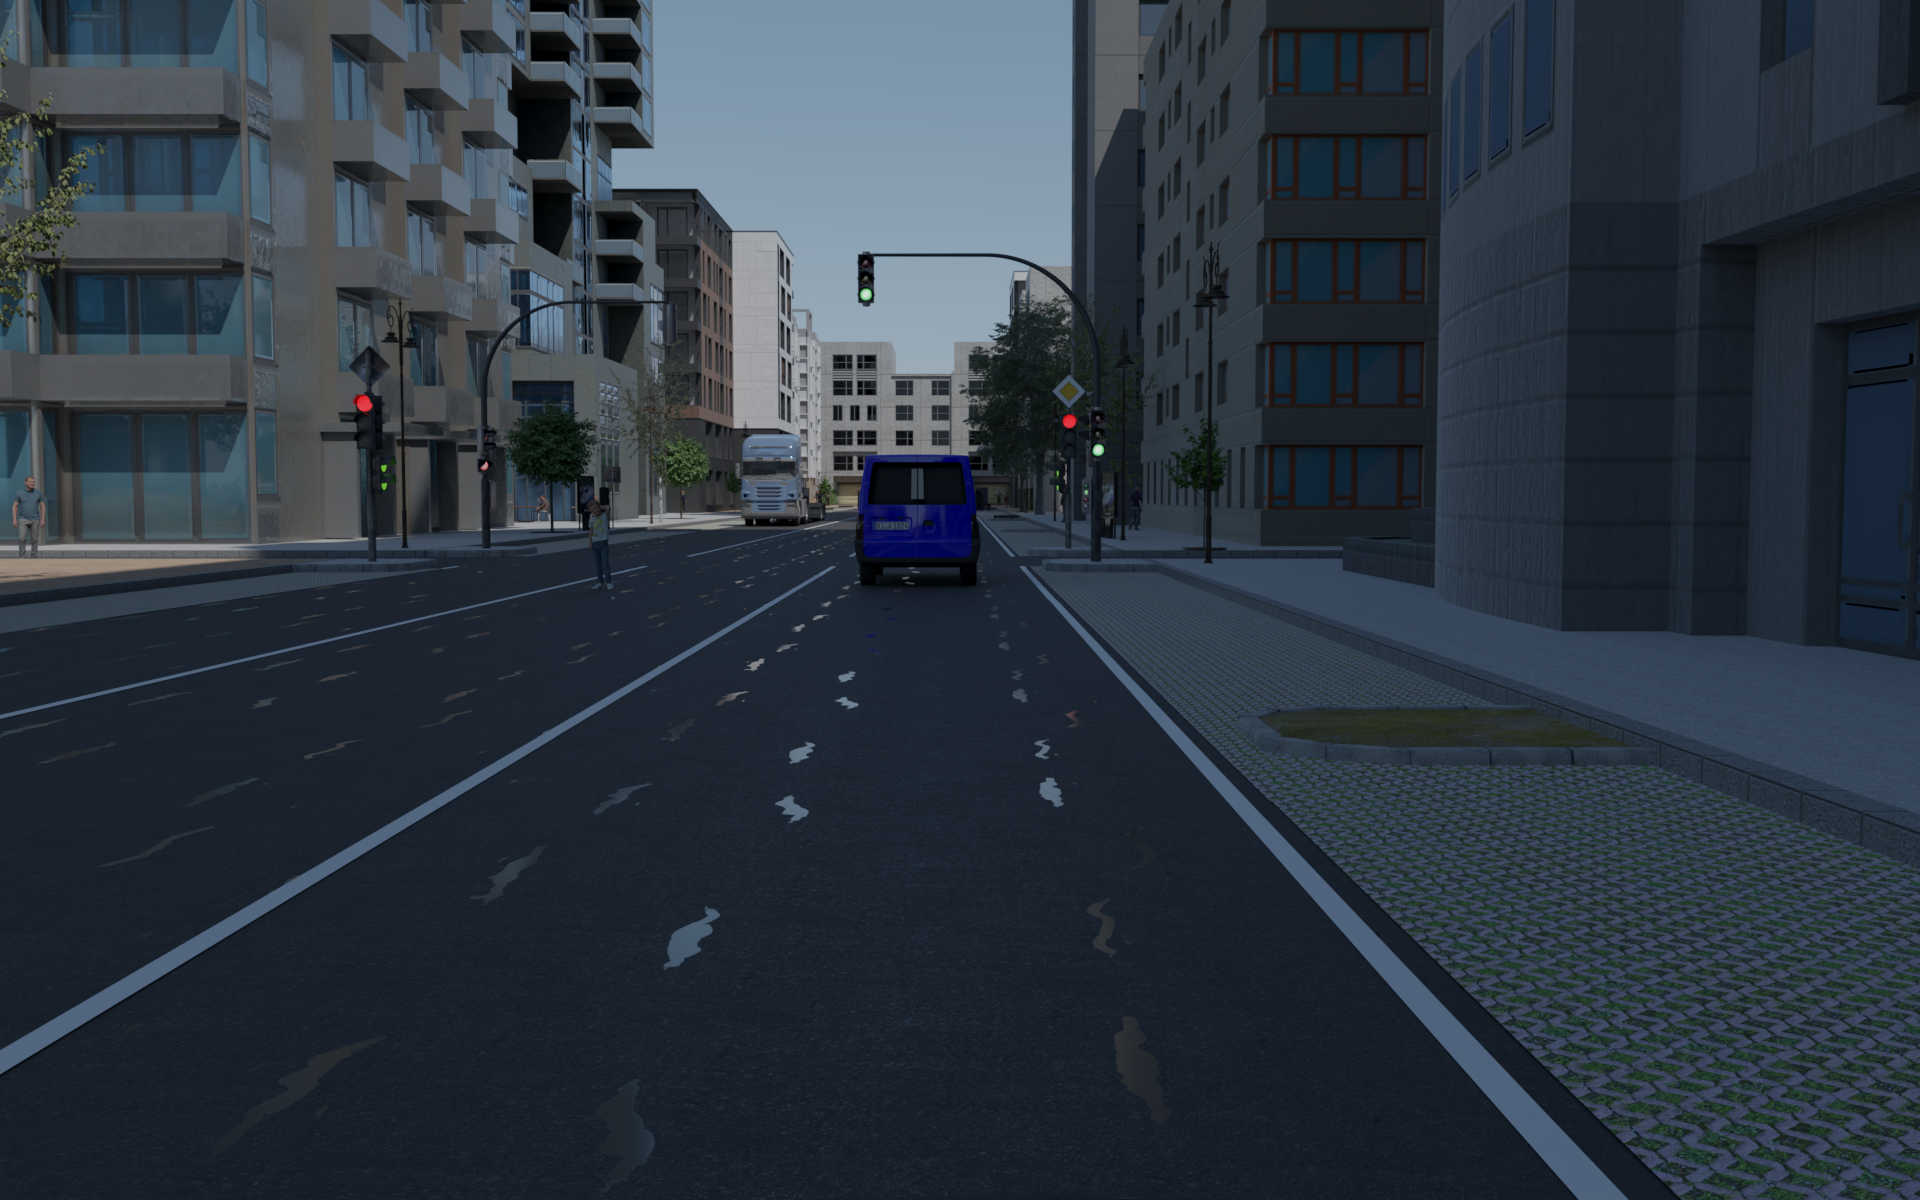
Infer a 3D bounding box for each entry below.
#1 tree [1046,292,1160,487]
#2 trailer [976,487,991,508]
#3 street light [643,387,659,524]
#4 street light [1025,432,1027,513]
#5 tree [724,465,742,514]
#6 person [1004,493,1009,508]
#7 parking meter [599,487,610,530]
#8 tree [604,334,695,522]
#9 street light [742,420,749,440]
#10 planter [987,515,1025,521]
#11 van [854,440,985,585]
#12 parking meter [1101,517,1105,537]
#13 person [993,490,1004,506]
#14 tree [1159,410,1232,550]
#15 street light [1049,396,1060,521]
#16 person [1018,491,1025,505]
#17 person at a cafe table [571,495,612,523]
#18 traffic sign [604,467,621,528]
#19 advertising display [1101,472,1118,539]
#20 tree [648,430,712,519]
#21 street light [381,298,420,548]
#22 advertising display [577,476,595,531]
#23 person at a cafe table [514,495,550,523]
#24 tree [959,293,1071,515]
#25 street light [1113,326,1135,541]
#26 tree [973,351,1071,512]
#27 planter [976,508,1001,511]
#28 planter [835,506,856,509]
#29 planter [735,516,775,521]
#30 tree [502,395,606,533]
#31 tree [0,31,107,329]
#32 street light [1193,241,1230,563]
[{"bbox_3d":[5.032,-6.884,62.916,4.737,8.622,4.395,0,3,0],"label":"tree"},{"bbox_3d":[1.888,-8.562,147.033,1.471,1.999,3.904,0,4,1],"label":"trailer"},{"bbox_3d":[-13.325,-6.230,74.655,0.468,5.910,1.993,0,4,0],"label":"street light"},{"bbox_3d":[4.415,-8.736,115.615,0.468,5.910,1.993,0,4,0],"label":"street light"},{"bbox_3d":[-14.690,-7.289,113.775,1.663,3.219,1.824,0,3,0],"label":"tree"},{"bbox_3d":[4.387,-9.377,162.587,0.421,1.427,0.697,-1,4,-9],"label":"person"},{"bbox_3d":[-12.821,-3.307,62.483,0.372,1.533,0.369,0,3,0],"label":"parking meter"},{"bbox_3d":[-13.805,-7.836,78.476,4.360,8.622,3.978,0,3,0],"label":"tree"},{"bbox_3d":[-13.413,-8.300,108.486,0.468,5.910,1.993,0,4,0],"label":"street light"},{"bbox_3d":[2.455,-4.393,92.958,1.991,0.319,1.994,0,4,0],"label":"planter"},{"bbox_3d":[-0.672,-1.502,28.949,2.240,2.365,5.245,0,4,-1],"label":"van"},{"bbox_3d":[4.280,-2.820,51.819,0.399,1.863,0.255,-3,4,-37],"label":"parking meter"},{"bbox_3d":[4.189,-10.977,186.240,1.217,1.736,0.721,-1,4,-9],"label":"person"},{"bbox_3d":[5.684,-2.779,40.033,1.663,3.219,1.824,0,3,0],"label":"tree"},{"bbox_3d":[4.472,-6.648,81.489,0.468,5.910,1.993,0,4,0],"label":"street light"},{"bbox_3d":[4.787,-7.822,134.379,0.568,1.767,0.683,0,4,-5],"label":"person"},{"bbox_3d":[-16.329,-4.066,77.335,1.698,1.238,1.726,0,4,-2],"label":"person at a cafe table"},{"bbox_3d":[-13.015,-3.840,64.919,0.606,2.300,0.079,0,4,2],"label":"traffic sign"},{"bbox_3d":[4.308,-2.735,49.931,0.123,1.923,0.974,-1,4,-18],"label":"advertising display"},{"bbox_3d":[-14.396,-6.452,89.207,4.285,4.588,4.351,0,3,0],"label":"tree"},{"bbox_3d":[-13.200,-4.172,41.006,0.468,5.910,1.993,0,4,0],"label":"street light"},{"bbox_3d":[-13.087,-3.386,60.582,0.123,1.923,0.974,1,4,19],"label":"advertising display"},{"bbox_3d":[-19.270,-4.112,78.100,1.726,1.238,1.698,0,4,-8],"label":"person at a cafe table"},{"bbox_3d":[4.871,-12.301,107.783,9.857,13.997,8.962,0,3,0],"label":"tree"},{"bbox_3d":[4.503,-4.581,47.686,0.468,5.910,1.993,0,4,0],"label":"street light"},{"bbox_3d":[4.526,-12.033,122.494,9.928,11.665,9.643,0,3,0],"label":"tree"},{"bbox_3d":[2.334,-7.438,142.743,1.991,0.319,1.994,0,4,0],"label":"planter"},{"bbox_3d":[-11.178,-9.083,169.646,1.991,0.319,1.994,0,4,0],"label":"planter"},{"bbox_3d":[-10.999,-4.409,93.228,1.991,0.319,1.994,0,4,0],"label":"planter"},{"bbox_3d":[-13.464,-4.508,57.427,4.285,4.588,4.351,0,3,0],"label":"tree"},{"bbox_3d":[-13.848,-4.421,22.648,4.737,8.622,4.395,0,3,0],"label":"tree"},{"bbox_3d":[4.606,-3.617,31.929,0.468,5.910,1.993,0,4,0],"label":"street light"}]
